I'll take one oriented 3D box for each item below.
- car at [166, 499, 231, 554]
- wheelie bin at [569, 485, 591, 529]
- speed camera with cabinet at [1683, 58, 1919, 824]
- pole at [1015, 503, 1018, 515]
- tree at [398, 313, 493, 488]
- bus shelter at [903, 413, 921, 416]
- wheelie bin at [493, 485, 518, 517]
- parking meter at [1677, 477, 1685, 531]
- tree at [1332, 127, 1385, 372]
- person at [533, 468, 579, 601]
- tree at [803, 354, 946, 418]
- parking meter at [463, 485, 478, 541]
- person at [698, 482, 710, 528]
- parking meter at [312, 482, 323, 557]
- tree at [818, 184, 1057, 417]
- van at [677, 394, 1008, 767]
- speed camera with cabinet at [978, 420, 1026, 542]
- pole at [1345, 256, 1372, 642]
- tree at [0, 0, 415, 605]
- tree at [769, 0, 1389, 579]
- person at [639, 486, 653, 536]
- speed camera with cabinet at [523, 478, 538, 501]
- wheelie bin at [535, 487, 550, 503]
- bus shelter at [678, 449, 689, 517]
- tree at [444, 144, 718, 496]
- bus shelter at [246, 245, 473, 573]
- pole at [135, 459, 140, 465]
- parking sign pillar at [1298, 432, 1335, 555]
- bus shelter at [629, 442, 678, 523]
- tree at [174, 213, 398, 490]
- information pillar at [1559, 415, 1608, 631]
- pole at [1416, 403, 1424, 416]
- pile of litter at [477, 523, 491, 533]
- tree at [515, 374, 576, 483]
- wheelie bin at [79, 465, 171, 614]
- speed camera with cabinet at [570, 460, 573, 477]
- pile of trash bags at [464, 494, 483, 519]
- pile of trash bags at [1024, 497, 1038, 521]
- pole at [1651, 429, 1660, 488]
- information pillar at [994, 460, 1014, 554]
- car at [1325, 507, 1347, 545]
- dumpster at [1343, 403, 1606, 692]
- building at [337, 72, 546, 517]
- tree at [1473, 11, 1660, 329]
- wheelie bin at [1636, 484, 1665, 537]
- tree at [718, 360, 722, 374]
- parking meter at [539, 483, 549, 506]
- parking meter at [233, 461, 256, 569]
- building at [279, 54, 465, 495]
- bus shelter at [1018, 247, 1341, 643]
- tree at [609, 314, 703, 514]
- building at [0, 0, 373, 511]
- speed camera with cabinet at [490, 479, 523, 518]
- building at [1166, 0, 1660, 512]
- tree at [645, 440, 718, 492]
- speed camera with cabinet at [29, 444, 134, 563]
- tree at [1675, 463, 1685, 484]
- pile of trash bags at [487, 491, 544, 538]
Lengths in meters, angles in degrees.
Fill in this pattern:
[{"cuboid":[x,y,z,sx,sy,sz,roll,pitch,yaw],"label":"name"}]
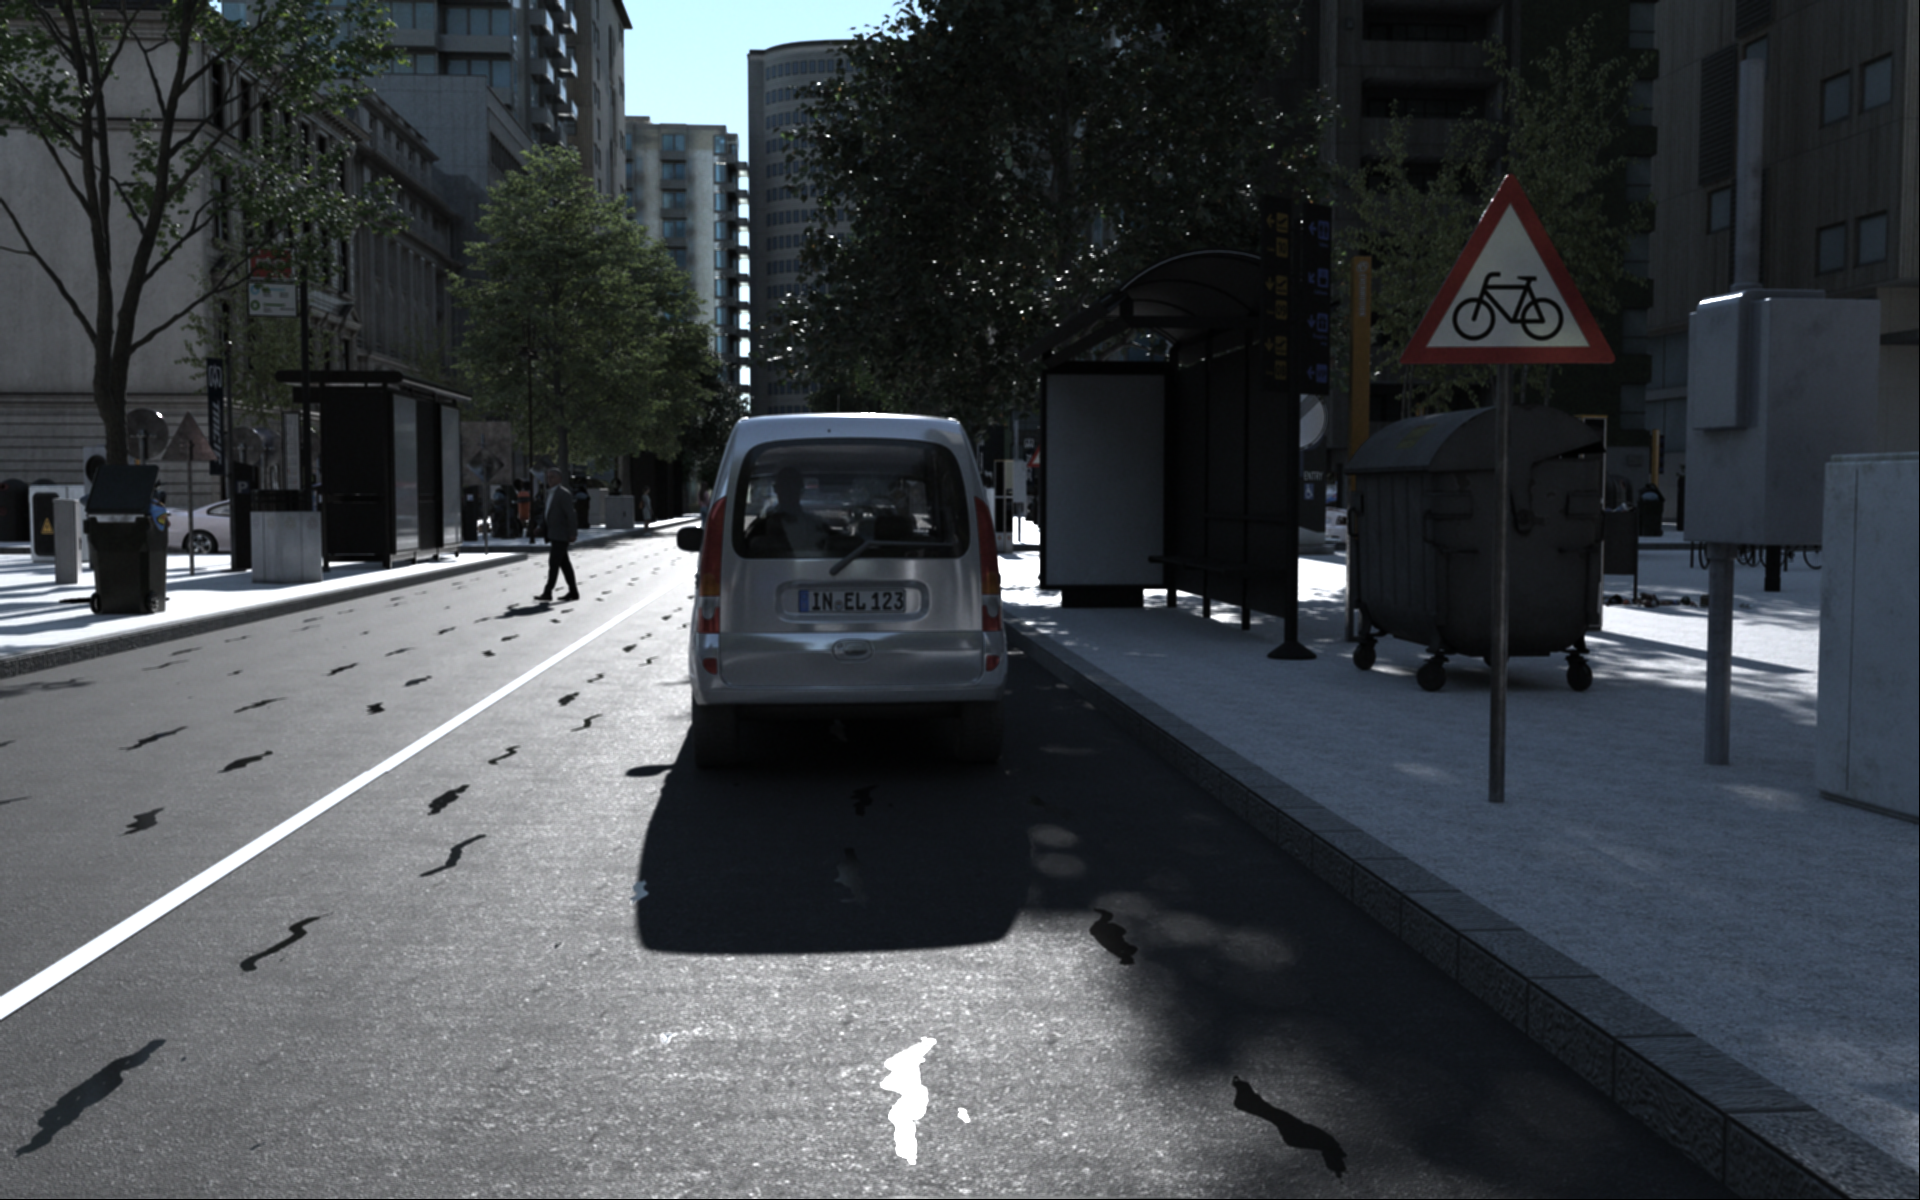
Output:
[{"cuboid":[-15.360,-1.620,38.853,4.827,1.381,2.083,0,4,-4],"label":"car"},{"cuboid":[-14.035,-3.414,63.728,0.980,1.594,0.693,2,4,35],"label":"wheelie bin"},{"cuboid":[3.892,-0.796,7.345,0.660,3.252,2.038,0,4,-8],"label":"speed camera with cabinet"},{"cuboid":[3.467,-6.888,106.463,0.158,3.312,0.155,0,3,0],"label":"pole"},{"cuboid":[-21.360,-7.397,71.301,4.737,8.622,4.395,0,3,0],"label":"tree"},{"cuboid":[-2.801,-6.482,83.611,2.179,5.291,8.768,0,4,-5],"label":"bus shelter"},{"cuboid":[-14.722,-2.952,56.168,0.693,1.594,0.980,1,4,15],"label":"wheelie bin"},{"cuboid":[25.072,-3.328,60.124,0.255,1.863,0.399,1,4,9],"label":"parking meter"},{"cuboid":[8.903,-5.059,33.085,4.737,8.622,4.395,0,3,0],"label":"tree"},{"cuboid":[-5.449,-0.875,23.197,0.661,1.777,0.834,3,5,40],"label":"person"},{"cuboid":[-4.591,-11.619,96.627,9.857,13.997,8.962,0,3,0],"label":"tree"},{"cuboid":[-13.340,-2.370,47.165,0.372,1.533,0.369,0,3,0],"label":"parking meter"},{"cuboid":[-8.163,-2.883,55.649,0.555,1.821,0.388,2,4,26],"label":"person"},{"cuboid":[-13.123,-1.650,35.389,0.372,1.533,0.369,0,3,0],"label":"parking meter"},{"cuboid":[-0.384,-7.904,54.991,9.928,11.665,9.643,0,3,0],"label":"tree"},{"cuboid":[-0.739,-0.216,10.536,2.013,2.044,4.112,0,4,-6],"label":"van"},{"cuboid":[0.940,-3.225,47.062,0.660,3.252,2.038,-3,4,-38],"label":"speed camera with cabinet"},{"cuboid":[3.445,-1.293,14.976,0.158,3.312,0.155,0,3,0],"label":"pole"},{"cuboid":[-9.900,-5.773,20.139,9.928,11.665,9.643,0,3,0],"label":"tree"},{"cuboid":[1.531,-6.660,25.896,9.611,12.733,9.660,0,3,0],"label":"tree"},{"cuboid":[-10.806,-3.071,59.708,0.522,1.701,0.512,-2,4,-35],"label":"person"},{"cuboid":[-24.668,-6.283,97.071,2.038,3.252,0.660,1,4,22],"label":"speed camera with cabinet"},{"cuboid":[-21.717,-5.022,90.011,0.693,1.594,0.980,-1,4,-22],"label":"wheelie bin"},{"cuboid":[-15.704,-6.244,93.370,1.731,3.624,6.357,0,4,-5],"label":"bus shelter"},{"cuboid":[-13.522,-8.504,57.163,7.486,12.596,7.792,0,3,0],"label":"tree"},{"cuboid":[-10.634,-3.251,30.792,2.179,5.291,8.768,0,4,-5],"label":"bus shelter"},{"cuboid":[-24.306,-3.514,51.305,0.158,3.312,0.155,0,3,0],"label":"pole"},{"cuboid":[7.299,-2.971,37.045,1.447,3.967,1.447,-3,5,-44],"label":"parking sign pillar"},{"cuboid":[-14.486,-5.499,81.199,1.731,3.624,6.357,0,4,-5],"label":"bus shelter"},{"cuboid":[-18.085,-5.810,45.357,4.737,8.622,4.395,0,3,0],"label":"tree"},{"cuboid":[5.829,-0.719,16.256,0.304,2.012,0.304,-1,4,-22],"label":"information pillar"},{"cuboid":[10.297,-2.752,38.842,0.158,3.312,0.155,0,3,0],"label":"pole"},{"cuboid":[-15.743,-2.698,58.075,1.176,0.858,1.719,2,4,24],"label":"pile of litter"},{"cuboid":[-23.712,-9.189,100.597,4.360,8.622,3.978,0,3,0],"label":"tree"},{"cuboid":[-8.981,-0.659,18.684,0.980,1.594,0.693,0,4,-2],"label":"wheelie bin"},{"cuboid":[-20.559,-5.991,92.287,0.660,3.252,2.038,1,4,13],"label":"speed camera with cabinet"},{"cuboid":[-25.042,-4.824,88.632,1.912,1.369,3.447,0,4,-8],"label":"pile of trash bags"},{"cuboid":[4.508,-4.357,80.987,1.912,1.369,3.447,-2,4,-30],"label":"pile of trash bags"},{"cuboid":[21.908,-3.716,54.601,0.158,3.312,0.155,0,3,0],"label":"pole"},{"cuboid":[0.945,-2.010,37.353,0.304,2.012,0.304,3,5,40],"label":"information pillar"},{"cuboid":[11.153,-1.790,41.629,4.827,1.381,2.083,0,4,-4],"label":"car"},{"cuboid":[3.515,-0.377,11.927,1.264,1.857,1.865,0,4,-5],"label":"dumpster"},{"cuboid":[-33.464,-17.707,107.536,12.078,24.808,19.932,0,4,-5],"label":"building"},{"cuboid":[8.997,-4.706,27.307,4.737,8.622,4.395,0,3,0],"label":"tree"},{"cuboid":[20.840,-2.715,52.295,0.693,1.594,0.980,0,4,-1],"label":"wheelie bin"},{"cuboid":[-13.512,-9.414,72.039,7.486,12.596,7.792,0,3,0],"label":"tree"},{"cuboid":[-18.774,-4.437,78.257,0.255,1.863,0.399,3,4,37],"label":"parking meter"},{"cuboid":[-12.321,-1.471,29.759,0.399,1.863,0.255,-2,4,-31],"label":"parking meter"},{"cuboid":[-33.527,-14.911,85.592,13.314,21.916,24.055,0,4,-5],"label":"building"},{"cuboid":[1.895,-1.411,17.002,2.014,3.302,5.546,0,4,-5],"label":"bus shelter"},{"cuboid":[-17.691,-11.835,110.512,9.611,12.733,9.660,0,3,0],"label":"tree"},{"cuboid":[-29.145,-12.148,63.248,10.561,19.102,19.286,0,4,-5],"label":"building"},{"cuboid":[-21.058,-5.243,80.057,0.660,3.252,2.038,0,4,8],"label":"speed camera with cabinet"},{"cuboid":[15.818,-17.877,63.984,14.107,30.474,14.160,0,4,-5],"label":"building"},{"cuboid":[-16.968,-7.138,100.420,4.285,4.588,4.351,0,3,0],"label":"tree"},{"cuboid":[-16.395,-2.321,32.286,2.038,3.252,0.660,1,4,20],"label":"speed camera with cabinet"},{"cuboid":[26.094,-4.043,60.706,1.663,3.219,1.824,0,3,0],"label":"tree"},{"cuboid":[-13.191,-2.597,52.218,1.912,1.369,3.447,-1,4,-13],"label":"pile of trash bags"}]
